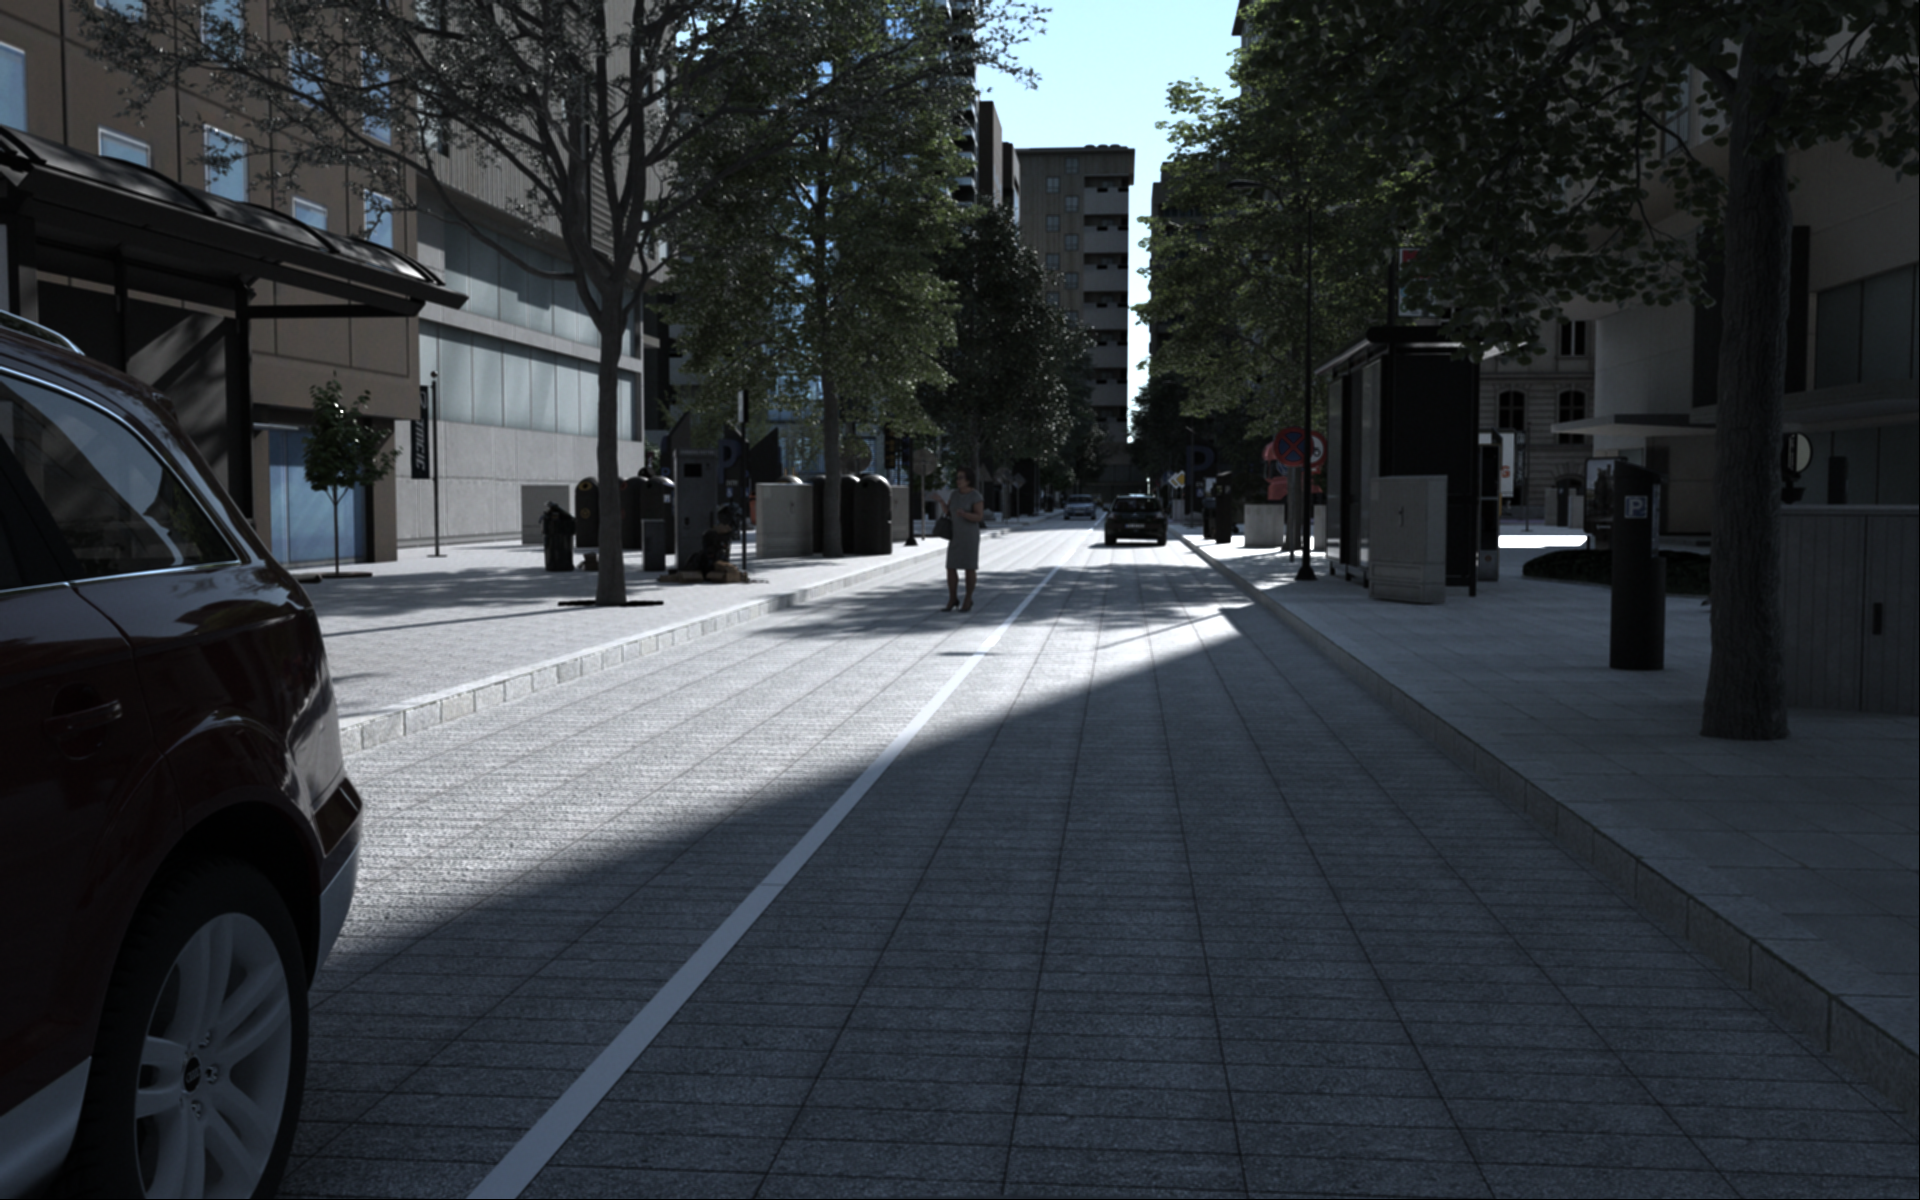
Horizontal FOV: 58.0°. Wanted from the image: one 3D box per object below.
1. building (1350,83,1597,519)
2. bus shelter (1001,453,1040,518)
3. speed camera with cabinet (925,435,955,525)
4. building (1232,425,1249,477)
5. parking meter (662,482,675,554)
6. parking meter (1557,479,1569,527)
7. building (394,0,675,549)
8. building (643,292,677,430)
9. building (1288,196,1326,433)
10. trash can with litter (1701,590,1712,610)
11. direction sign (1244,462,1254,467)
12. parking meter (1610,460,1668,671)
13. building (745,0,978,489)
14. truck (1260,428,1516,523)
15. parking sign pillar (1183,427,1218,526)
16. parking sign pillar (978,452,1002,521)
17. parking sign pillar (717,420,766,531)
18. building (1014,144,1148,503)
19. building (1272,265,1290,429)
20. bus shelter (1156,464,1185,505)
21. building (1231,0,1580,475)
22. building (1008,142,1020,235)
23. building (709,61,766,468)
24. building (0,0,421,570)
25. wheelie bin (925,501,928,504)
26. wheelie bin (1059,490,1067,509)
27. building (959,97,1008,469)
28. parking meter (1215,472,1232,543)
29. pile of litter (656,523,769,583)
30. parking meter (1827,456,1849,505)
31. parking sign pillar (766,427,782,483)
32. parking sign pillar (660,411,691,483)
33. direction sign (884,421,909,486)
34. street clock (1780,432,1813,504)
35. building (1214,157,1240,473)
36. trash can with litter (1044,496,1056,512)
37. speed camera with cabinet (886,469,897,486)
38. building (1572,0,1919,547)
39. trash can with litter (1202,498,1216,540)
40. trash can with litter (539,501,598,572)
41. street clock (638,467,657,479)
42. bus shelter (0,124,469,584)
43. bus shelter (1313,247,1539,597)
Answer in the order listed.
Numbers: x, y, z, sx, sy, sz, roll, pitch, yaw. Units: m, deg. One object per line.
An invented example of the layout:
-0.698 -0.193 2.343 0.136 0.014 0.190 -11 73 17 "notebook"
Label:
37.192 -16.666 91.573 34.723 24.649 14.460 0 4 5 "building"
3.464 -7.410 98.782 2.179 5.291 8.768 0 4 6 "bus shelter"
-0.561 -3.746 55.579 0.660 3.252 2.038 2 4 24 "speed camera with cabinet"
40.243 -46.203 193.668 20.563 71.187 20.611 0 4 5 "building"
-6.165 -1.749 37.001 0.372 1.533 0.369 0 3 0 "parking meter"
23.650 -3.806 67.938 0.255 1.863 0.399 -2 4 -31 "parking meter"
-24.399 -28.181 50.004 27.495 52.752 28.713 0 4 5 "building"
-47.041 -36.265 216.628 21.600 48.544 21.300 0 4 5 "building"
26.253 -15.890 108.951 9.793 20.994 18.267 0 4 5 "building"
8.496 -0.436 18.516 1.055 1.170 0.624 3 5 43 "trash can with litter"
20.442 -7.998 122.772 0.379 3.537 0.876 -3 5 -40 "direction sign"
4.986 -0.263 12.718 0.372 1.533 0.369 0 3 0 "parking meter"
-8.348 -52.491 170.896 22.319 86.520 31.000 0 4 5 "building"
18.100 -5.286 75.344 11.283 4.237 2.839 0 4 6 "truck"
9.661 -4.944 69.302 1.447 3.967 1.447 1 4 16 "parking sign pillar"
1.009 -5.744 82.382 1.447 3.967 1.447 3 5 40 "parking sign pillar"
-7.969 -4.439 61.052 1.447 3.967 1.447 -3 5 -44 "parking sign pillar"
14.475 -41.047 260.360 27.495 52.752 28.713 0 4 5 "building"
31.742 -19.335 135.214 14.460 24.649 34.723 0 4 5 "building"
14.452 -7.594 118.086 2.014 3.302 5.546 0 4 5 "bus shelter"
41.711 -35.500 169.656 28.713 52.752 27.495 0 4 5 "building"
-0.070 -34.662 216.840 14.200 45.320 14.600 0 4 5 "building"
-21.533 -38.031 211.051 27.495 52.752 28.713 0 4 5 "building"
-17.928 -22.975 25.746 14.600 45.320 14.200 0 4 5 "building"
-3.156 -9.013 155.270 0.693 1.594 0.980 -3 4 -38 "wheelie bin"
8.973 -8.715 150.398 0.693 1.594 0.980 0 4 -4 "wheelie bin"
-2.647 -33.282 194.276 14.600 45.320 14.200 0 4 5 "building"
6.864 -2.410 45.117 0.399 1.863 0.255 -3 5 -39 "parking meter"
-3.629 -0.689 25.229 1.719 0.858 1.176 3 4 37 "pile of litter"
13.699 -1.305 27.054 0.255 1.863 0.399 2 4 31 "parking meter"
-7.883 -5.015 70.470 1.447 3.967 1.447 2 4 29 "parking sign pillar"
-9.081 -4.086 55.271 1.447 3.967 1.447 1 4 19 "parking sign pillar"
-1.911 -3.788 53.929 0.876 3.537 0.379 -1 4 -9 "direction sign"
9.808 -0.974 20.499 0.471 2.002 0.358 -1 4 -22 "street clock"
38.266 -32.328 212.160 14.154 41.232 14.086 0 4 5 "building"
6.283 -6.736 121.525 0.624 1.170 1.055 1 4 20 "trash can with litter"
-4.370 -6.761 104.878 0.660 3.252 2.038 0 4 1 "speed camera with cabinet"
29.371 -27.488 38.665 28.713 52.752 27.495 0 4 5 "building"
7.275 -2.311 49.175 0.624 1.170 1.055 -1 4 -14 "trash can with litter"
-6.456 -1.070 28.888 1.055 1.170 0.624 -1 4 -23 "trash can with litter"
-8.328 -2.546 46.205 0.471 2.002 0.358 -2 4 -29 "street clock"
-5.193 -1.060 11.260 2.014 3.302 5.546 0 4 5 "bus shelter"
6.522 -2.946 25.795 2.179 5.291 8.768 0 4 5 "bus shelter"
